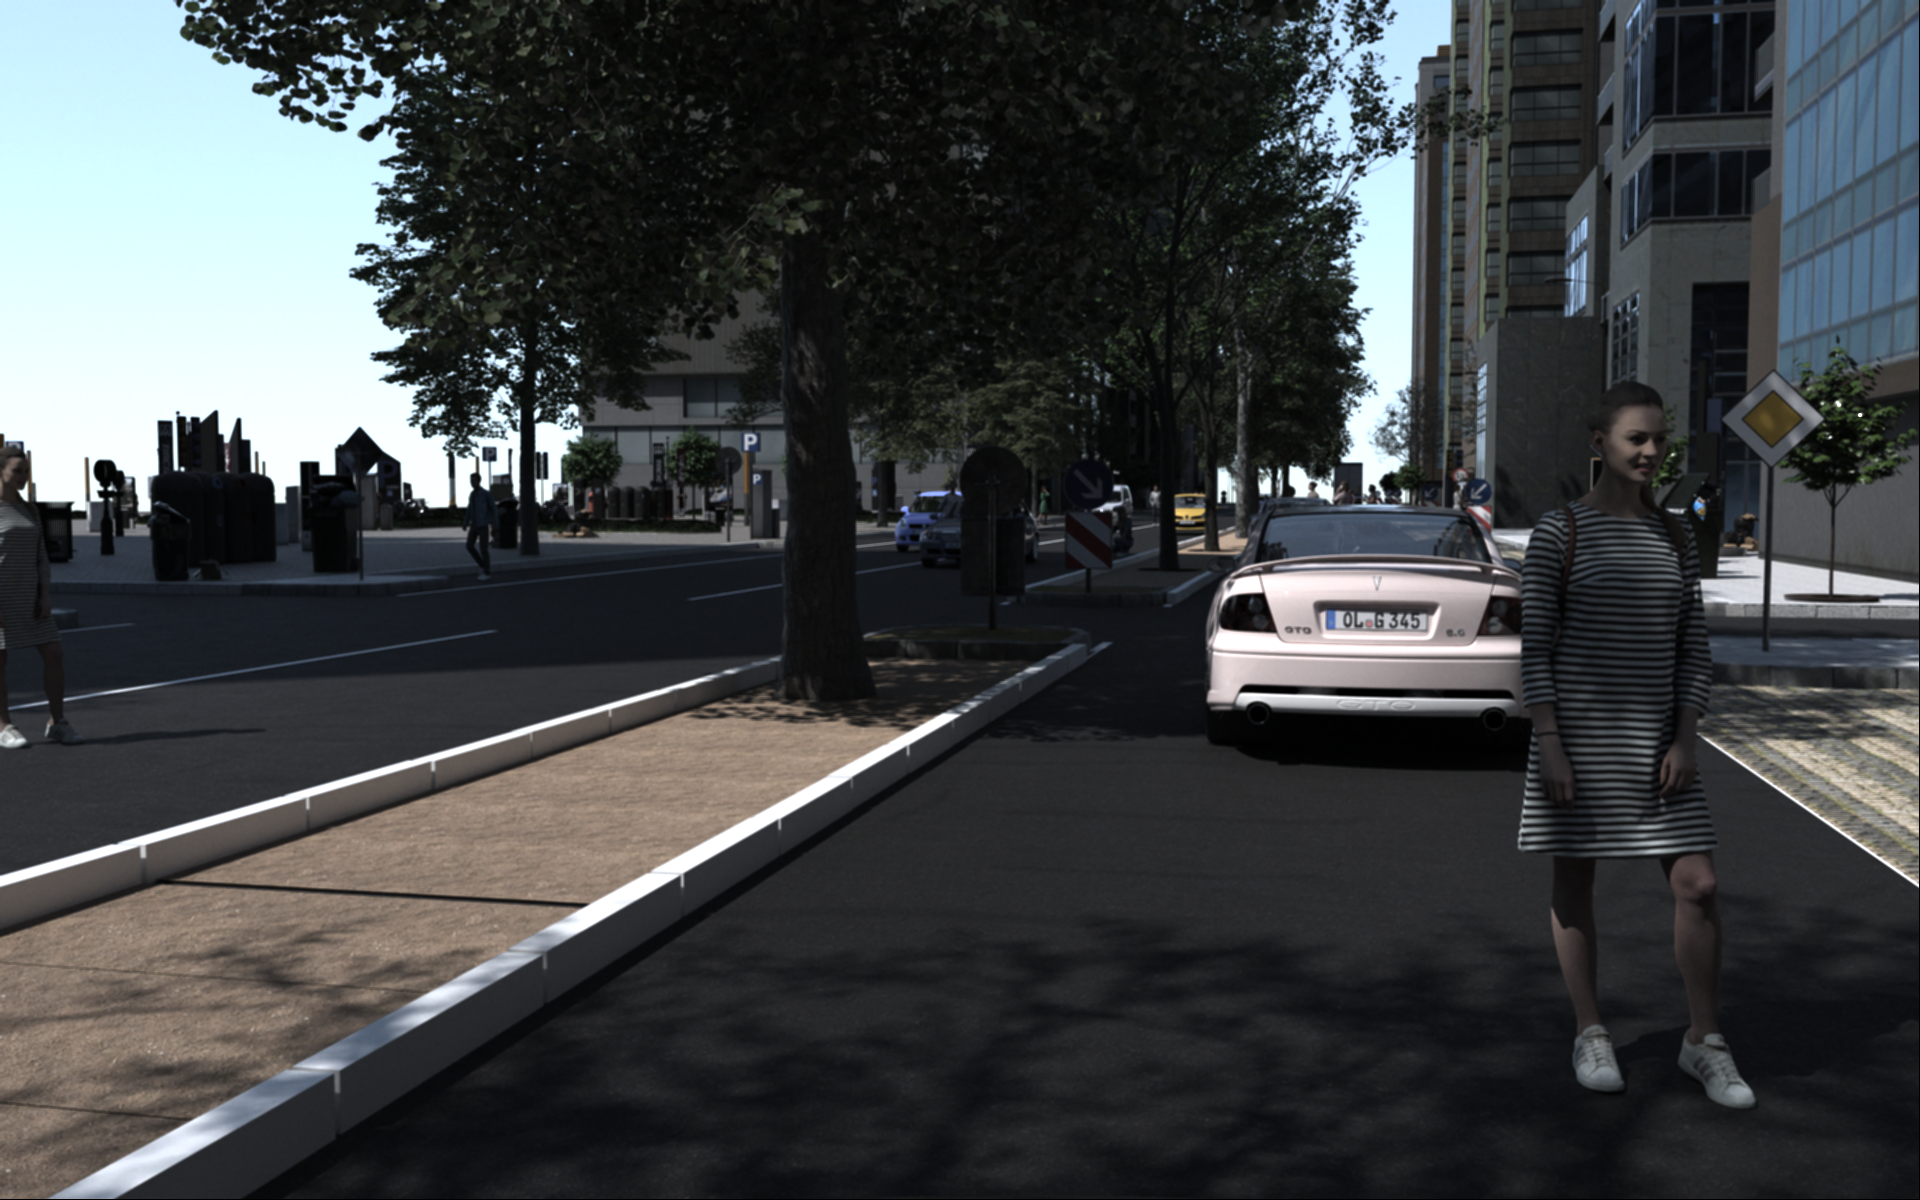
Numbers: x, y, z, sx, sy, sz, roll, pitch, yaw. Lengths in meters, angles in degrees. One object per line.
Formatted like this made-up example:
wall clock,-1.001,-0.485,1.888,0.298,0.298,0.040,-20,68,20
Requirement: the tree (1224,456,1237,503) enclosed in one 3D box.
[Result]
tree,39.948,-18.468,252.320,4.360,8.622,3.978,0,3,0

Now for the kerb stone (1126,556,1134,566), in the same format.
kerb stone,3.275,-0.741,34.384,0.120,0.150,1.000,1,4,13

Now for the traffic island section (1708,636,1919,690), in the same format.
traffic island section,6.606,0.496,14.164,2.009,0.180,2.903,1,4,13

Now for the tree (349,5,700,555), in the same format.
tree,-8.740,-7.214,36.080,7.486,12.596,7.792,0,3,0

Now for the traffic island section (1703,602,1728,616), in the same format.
traffic island section,8.360,0.020,21.955,2.009,0.180,2.903,1,4,13

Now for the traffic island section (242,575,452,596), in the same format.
traffic island section,-8.949,-0.218,25.842,2.009,0.180,2.903,1,4,13

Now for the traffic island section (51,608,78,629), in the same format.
traffic island section,-10.703,0.259,18.051,2.009,0.180,2.903,1,4,13

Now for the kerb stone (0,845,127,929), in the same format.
kerb stone,-3.156,1.000,5.842,0.120,0.150,1.000,1,4,13

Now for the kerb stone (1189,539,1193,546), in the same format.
kerb stone,6.199,-1.535,47.374,0.120,0.150,1.000,1,4,13

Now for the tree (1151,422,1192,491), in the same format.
tree,20.246,-13.106,164.650,4.360,8.622,3.978,0,3,0

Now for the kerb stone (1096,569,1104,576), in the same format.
kerb stone,2.358,-0.500,30.364,0.120,0.150,1.000,1,4,13

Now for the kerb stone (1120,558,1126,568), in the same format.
kerb stone,3.036,-0.682,33.376,0.120,0.150,1.000,1,4,13

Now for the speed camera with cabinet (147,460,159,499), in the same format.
speed camera with cabinet,-38.947,-5.557,85.197,0.660,3.252,2.038,1,4,21

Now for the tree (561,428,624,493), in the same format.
tree,-18.333,-6.265,86.141,4.285,4.588,4.351,0,3,0

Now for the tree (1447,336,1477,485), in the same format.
tree,23.476,-7.724,76.655,4.360,8.622,3.978,0,3,0

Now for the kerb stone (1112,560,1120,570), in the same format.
kerb stone,2.815,-0.623,32.375,0.120,0.150,1.000,1,4,13

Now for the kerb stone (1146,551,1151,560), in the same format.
kerb stone,3.950,-0.928,37.375,0.120,0.150,1.000,1,4,13

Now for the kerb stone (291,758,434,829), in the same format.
kerb stone,-2.707,0.878,7.843,0.120,0.150,1.000,1,4,13

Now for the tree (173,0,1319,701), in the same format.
tree,-0.958,-6.274,11.688,9.857,13.997,8.962,0,3,0

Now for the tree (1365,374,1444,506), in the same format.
tree,46.313,-16.302,176.913,12.009,13.543,11.850,0,3,0

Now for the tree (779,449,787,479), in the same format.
tree,-7.640,-6.416,88.620,4.285,4.588,4.351,0,3,0

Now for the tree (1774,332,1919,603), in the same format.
tree,10.377,-1.601,20.782,1.663,3.219,1.824,0,3,0

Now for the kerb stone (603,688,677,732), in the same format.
kerb stone,-2.031,0.695,10.838,0.120,0.150,1.000,1,4,13

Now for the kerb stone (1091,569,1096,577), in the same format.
kerb stone,2.138,-0.439,29.366,0.120,0.150,1.000,1,4,13

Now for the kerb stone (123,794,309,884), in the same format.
kerb stone,-2.928,0.939,6.841,0.120,0.150,1.000,1,4,13

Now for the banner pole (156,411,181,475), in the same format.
banner pole,-23.626,-3.786,51.921,0.401,3.779,0.863,3,5,39

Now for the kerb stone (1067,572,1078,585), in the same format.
kerb stone,1.687,-0.316,27.369,0.120,0.150,1.000,1,4,13

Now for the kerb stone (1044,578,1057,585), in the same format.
kerb stone,1.240,-0.192,25.366,0.120,0.150,1.000,1,4,13

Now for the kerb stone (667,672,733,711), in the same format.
kerb stone,-1.801,0.633,11.839,0.120,0.150,1.000,1,4,13

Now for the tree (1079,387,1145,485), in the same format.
tree,10.396,-10.367,119.860,4.737,8.622,4.395,0,3,0

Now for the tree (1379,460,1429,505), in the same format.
tree,42.401,-10.963,162.958,4.285,4.588,4.351,0,3,0

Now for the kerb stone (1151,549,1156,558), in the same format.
kerb stone,4.166,-0.987,38.379,0.120,0.150,1.000,1,4,13

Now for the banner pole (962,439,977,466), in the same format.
banner pole,0.361,-5.415,78.556,0.863,3.779,0.401,1,4,12

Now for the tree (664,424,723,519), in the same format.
tree,-12.233,-5.889,80.003,4.285,4.588,4.351,0,3,0

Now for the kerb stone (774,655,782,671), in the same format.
kerb stone,-1.352,0.514,13.834,0.120,0.150,1.000,1,4,13

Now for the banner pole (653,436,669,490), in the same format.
banner pole,-12.881,-5.199,75.013,0.863,3.779,0.401,-1,4,-12

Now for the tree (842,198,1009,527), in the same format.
tree,-3.228,-9.099,66.901,7.486,12.596,7.792,0,3,0

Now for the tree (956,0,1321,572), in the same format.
tree,3.793,-6.342,31.903,9.928,11.665,9.643,0,3,0

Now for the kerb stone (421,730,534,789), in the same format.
kerb stone,-2.476,0.819,8.842,0.120,0.150,1.000,1,4,13

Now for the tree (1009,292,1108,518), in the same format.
tree,4.101,-10.709,93.222,7.486,12.596,7.792,0,3,0

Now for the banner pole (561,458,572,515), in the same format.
banner pole,-23.959,-7.073,105.666,0.863,3.779,0.401,-3,4,-36

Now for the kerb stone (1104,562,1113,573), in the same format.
kerb stone,2.595,-0.555,31.371,0.120,0.150,1.000,1,4,13

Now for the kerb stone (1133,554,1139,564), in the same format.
kerb stone,3.495,-0.801,35.382,0.120,0.150,1.000,1,4,13

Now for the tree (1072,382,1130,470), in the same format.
tree,9.127,-10.078,115.136,4.360,8.622,3.978,0,3,0

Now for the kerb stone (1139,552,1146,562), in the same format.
kerb stone,3.727,-0.867,36.377,0.120,0.150,1.000,1,4,13

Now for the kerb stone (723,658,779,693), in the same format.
kerb stone,-1.581,0.572,12.838,0.120,0.150,1.000,1,4,13

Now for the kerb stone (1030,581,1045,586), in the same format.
kerb stone,1.015,-0.133,24.366,0.120,0.150,1.000,1,4,13

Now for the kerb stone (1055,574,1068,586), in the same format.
kerb stone,1.468,-0.255,26.370,0.120,0.150,1.000,1,4,13

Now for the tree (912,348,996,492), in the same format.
tree,-0.405,-8.329,86.536,4.737,8.622,4.395,0,3,0

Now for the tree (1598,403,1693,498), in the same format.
tree,12.655,-2.291,32.059,1.663,3.219,1.824,0,3,0

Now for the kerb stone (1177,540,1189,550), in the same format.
kerb stone,5.970,-1.479,46.376,0.120,0.150,1.000,1,4,13

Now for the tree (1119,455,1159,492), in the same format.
tree,15.064,-9.896,145.519,4.285,4.588,4.351,0,3,0

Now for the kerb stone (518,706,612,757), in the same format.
kerb stone,-2.258,0.756,9.841,0.120,0.150,1.000,1,4,13

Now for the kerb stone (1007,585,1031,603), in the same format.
kerb stone,0.788,-0.066,23.358,0.120,0.150,1.000,1,4,13

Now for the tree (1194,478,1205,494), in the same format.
tree,28.670,-12.850,204.691,1.663,3.219,1.824,0,3,0

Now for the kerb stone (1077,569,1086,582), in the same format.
kerb stone,1.923,-0.377,28.367,0.120,0.150,1.000,1,4,13

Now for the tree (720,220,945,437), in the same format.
tree,-4.384,-7.470,56.554,7.601,10.594,8.767,1,4,21

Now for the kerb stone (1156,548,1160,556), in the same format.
kerb stone,4.394,-1.050,39.375,0.120,0.150,1.000,1,4,13
